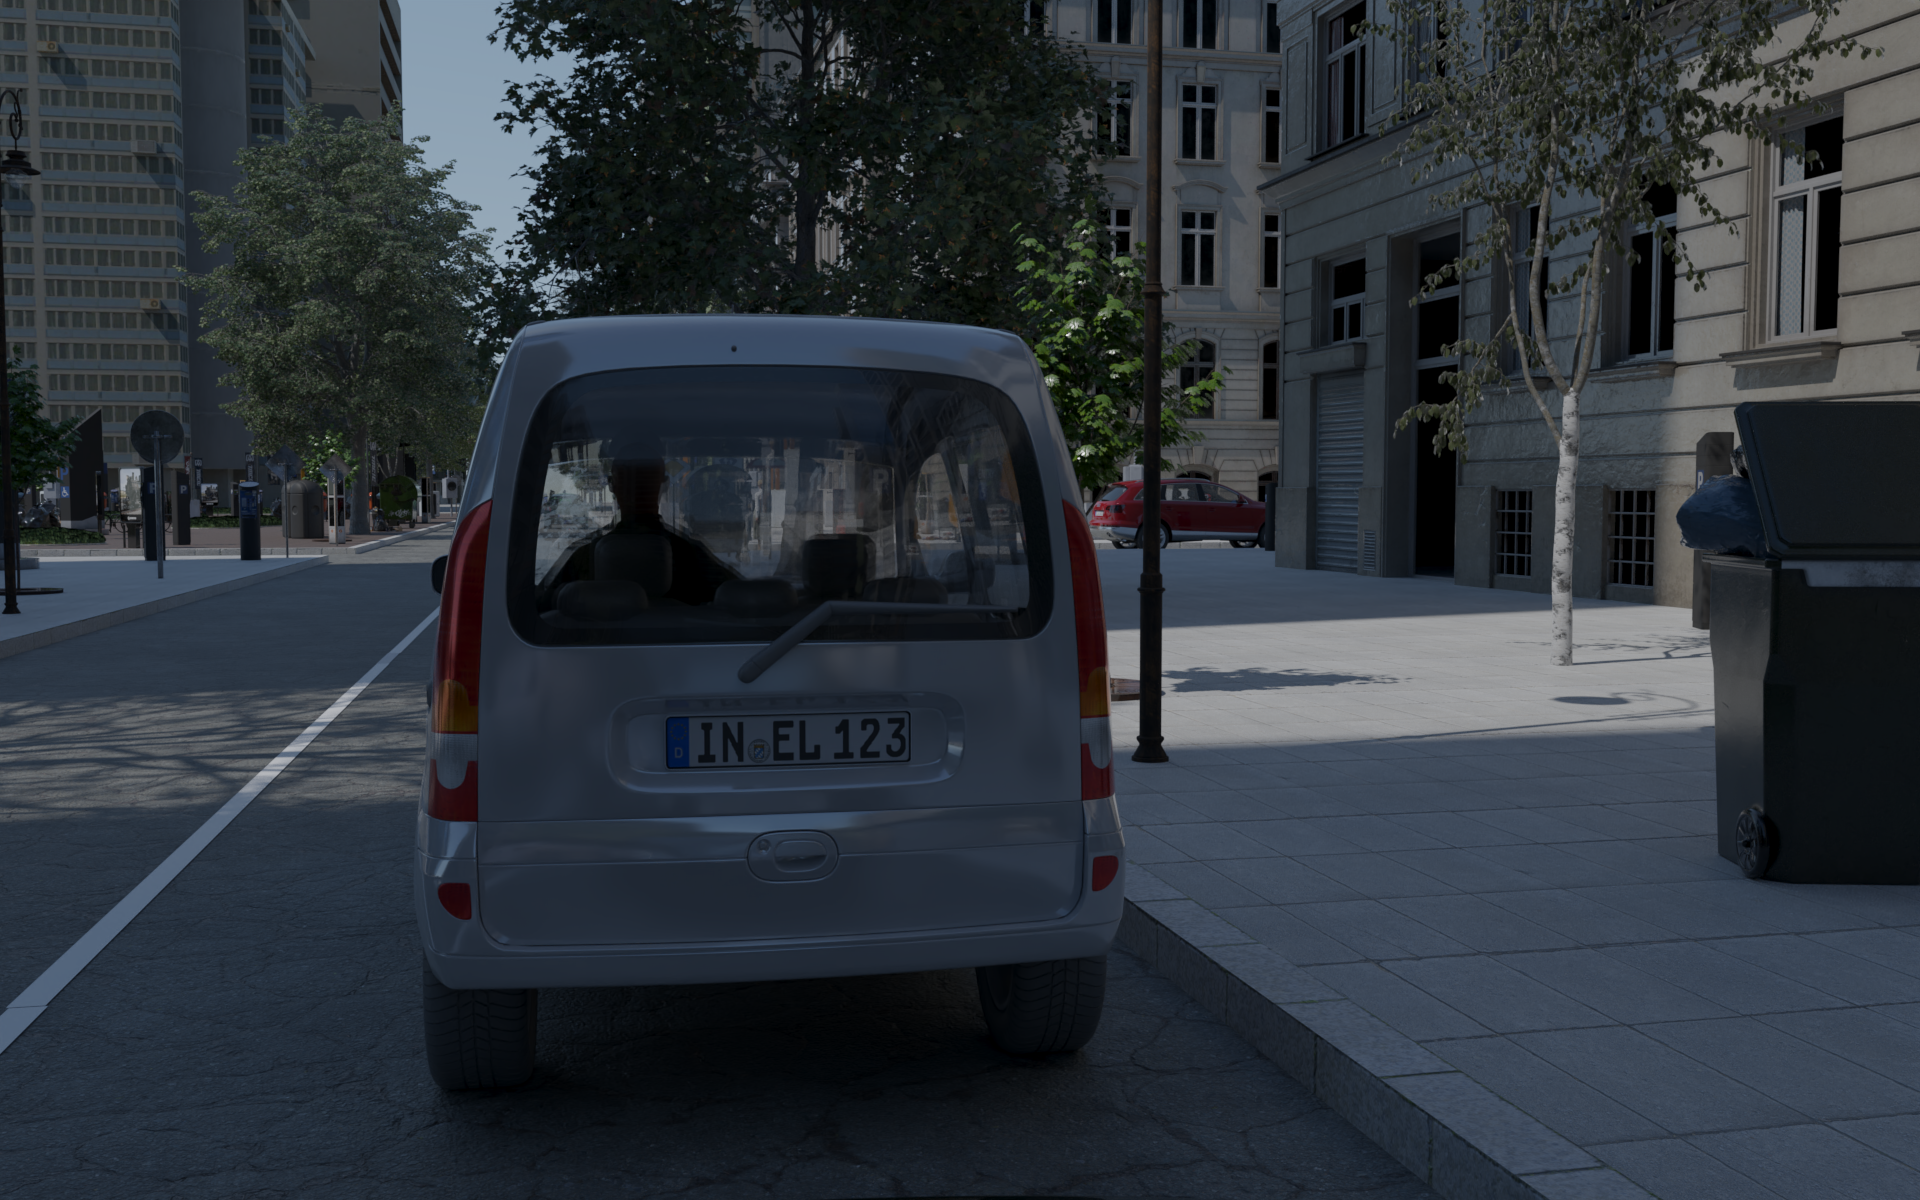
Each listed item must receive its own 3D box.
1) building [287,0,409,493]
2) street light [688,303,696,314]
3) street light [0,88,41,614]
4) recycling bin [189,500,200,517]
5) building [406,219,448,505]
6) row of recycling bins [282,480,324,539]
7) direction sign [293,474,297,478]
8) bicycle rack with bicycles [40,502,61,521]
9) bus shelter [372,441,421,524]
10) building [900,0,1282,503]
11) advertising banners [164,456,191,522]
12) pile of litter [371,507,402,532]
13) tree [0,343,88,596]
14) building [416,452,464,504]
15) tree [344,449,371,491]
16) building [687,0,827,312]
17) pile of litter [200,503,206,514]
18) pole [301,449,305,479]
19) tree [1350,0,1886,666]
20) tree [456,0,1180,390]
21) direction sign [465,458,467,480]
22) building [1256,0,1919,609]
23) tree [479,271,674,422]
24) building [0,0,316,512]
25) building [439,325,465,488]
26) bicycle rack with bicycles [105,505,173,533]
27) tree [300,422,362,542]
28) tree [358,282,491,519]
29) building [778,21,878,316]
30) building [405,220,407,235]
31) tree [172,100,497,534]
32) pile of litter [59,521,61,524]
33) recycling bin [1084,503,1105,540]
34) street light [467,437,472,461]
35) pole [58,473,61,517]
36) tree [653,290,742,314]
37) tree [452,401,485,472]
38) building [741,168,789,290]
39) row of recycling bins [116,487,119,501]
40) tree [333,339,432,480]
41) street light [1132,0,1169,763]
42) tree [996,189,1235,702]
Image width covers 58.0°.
[{"bbox_3d":[-58.592,-31.903,145.310,21.300,48.544,21.600,-1,4,-13],"label":"building"},{"bbox_3d":[-5.607,-3.879,36.210,0.468,5.910,1.993,-1,4,-13],"label":"street light"},{"bbox_3d":[-10.172,-2.789,18.393,0.468,5.910,1.993,-1,4,-13],"label":"street light"},{"bbox_3d":[-33.891,-3.888,76.126,0.722,1.027,0.722,-3,5,-41],"label":"recycling bin"},{"bbox_3d":[-79.853,-31.728,210.641,32.217,40.220,23.993,-1,4,-13],"label":"building"},{"bbox_3d":[-19.385,-2.679,50.921,1.069,1.692,3.534,-2,4,-26],"label":"row of recycling bins"},{"bbox_3d":[-33.446,-5.762,86.208,0.876,3.537,0.379,-3,5,-40],"label":"direction sign"},{"bbox_3d":[-44.014,-4.200,82.045,2.925,0.926,2.852,1,4,20],"label":"bicycle rack with bicycles"},{"bbox_3d":[-24.745,-5.207,76.414,1.731,3.624,6.357,-1,4,-13],"label":"bus shelter"},{"bbox_3d":[15.429,-15.026,64.752,34.723,24.649,14.460,-1,4,-13],"label":"building"},{"bbox_3d":[-35.262,-5.014,78.162,0.090,3.025,2.074,1,4,8],"label":"advertising banners"},{"bbox_3d":[-19.839,-2.799,59.729,1.176,0.858,1.719,-2,4,-24],"label":"pile of litter"},{"bbox_3d":[-12.008,-1.690,22.231,1.663,3.219,1.824,0,3,0],"label":"tree"},{"bbox_3d":[-83.256,-24.005,237.518,27.650,21.520,28.899,-1,4,-13],"label":"building"},{"bbox_3d":[-38.742,-7.796,111.175,4.285,4.588,4.351,0,3,0],"label":"tree"},{"bbox_3d":[-16.832,-28.514,149.790,14.154,41.232,14.086,-1,4,-13],"label":"building"},{"bbox_3d":[-45.453,-5.474,103.461,1.176,0.858,1.719,2,4,24],"label":"pile of litter"},{"bbox_3d":[-29.943,-5.206,78.953,0.158,3.312,0.155,0,3,0],"label":"pole"},{"bbox_3d":[4.663,-3.826,12.923,4.360,8.622,3.978,0,3,0],"label":"tree"},{"bbox_3d":[-1.976,-6.446,22.397,9.611,12.733,9.660,0,3,0],"label":"tree"},{"bbox_3d":[-30.192,-6.966,105.885,0.379,3.537,0.876,-1,4,-15],"label":"direction sign"},{"bbox_3d":[15.829,-11.276,17.644,16.112,22.955,30.059,-1,4,-13],"label":"building"},{"bbox_3d":[-15.462,-10.318,79.071,12.009,13.543,11.850,0,3,0],"label":"tree"},{"bbox_3d":[-59.665,-26.305,121.966,32.217,40.220,23.993,-1,4,-13],"label":"building"},{"bbox_3d":[-81.963,-29.887,260.348,14.160,30.474,14.107,-1,4,-13],"label":"building"},{"bbox_3d":[-27.152,-2.700,57.527,2.852,0.926,2.925,3,5,40],"label":"bicycle rack with bicycles"},{"bbox_3d":[-16.881,-3.192,46.795,1.663,3.219,1.824,0,3,0],"label":"tree"},{"bbox_3d":[-27.616,-10.486,89.567,7.486,12.596,7.792,0,3,0],"label":"tree"},{"bbox_3d":[-1.166,-17.562,84.396,12.463,27.353,25.104,-1,4,-13],"label":"building"},{"bbox_3d":[-60.011,-23.983,163.823,14.160,30.474,14.107,-1,4,-13],"label":"building"},{"bbox_3d":[-19.368,-9.082,55.138,9.857,13.997,8.962,0,3,0],"label":"tree"},{"bbox_3d":[-37.265,-3.568,72.308,1.719,0.858,1.176,3,4,38],"label":"pile of litter"},{"bbox_3d":[3.609,-2.208,48.660,0.722,1.027,0.722,-2,4,-31],"label":"recycling bin"},{"bbox_3d":[-33.158,-8.844,117.387,0.468,5.910,1.993,-1,4,-13],"label":"street light"},{"bbox_3d":[-50.124,-6.273,96.410,0.158,3.312,0.155,0,3,0],"label":"pole"},{"bbox_3d":[-8.474,-7.322,54.132,7.601,10.594,8.767,-3,5,-42],"label":"tree"},{"bbox_3d":[-34.254,-10.507,122.149,4.737,8.622,4.395,0,3,0],"label":"tree"},{"bbox_3d":[-7.010,-16.331,108.813,13.314,21.916,24.055,-1,4,-13],"label":"building"},{"bbox_3d":[-48.348,-5.734,100.862,1.069,1.692,3.534,-1,4,-10],"label":"row of recycling bins"},{"bbox_3d":[-23.247,-7.347,70.491,4.360,8.622,3.978,0,3,0],"label":"tree"},{"bbox_3d":[0.916,-2.164,8.164,0.468,5.910,1.993,-1,4,-13],"label":"street light"},{"bbox_3d":[0.916,-1.008,11.078,1.663,3.219,1.824,0,3,0],"label":"tree"}]
